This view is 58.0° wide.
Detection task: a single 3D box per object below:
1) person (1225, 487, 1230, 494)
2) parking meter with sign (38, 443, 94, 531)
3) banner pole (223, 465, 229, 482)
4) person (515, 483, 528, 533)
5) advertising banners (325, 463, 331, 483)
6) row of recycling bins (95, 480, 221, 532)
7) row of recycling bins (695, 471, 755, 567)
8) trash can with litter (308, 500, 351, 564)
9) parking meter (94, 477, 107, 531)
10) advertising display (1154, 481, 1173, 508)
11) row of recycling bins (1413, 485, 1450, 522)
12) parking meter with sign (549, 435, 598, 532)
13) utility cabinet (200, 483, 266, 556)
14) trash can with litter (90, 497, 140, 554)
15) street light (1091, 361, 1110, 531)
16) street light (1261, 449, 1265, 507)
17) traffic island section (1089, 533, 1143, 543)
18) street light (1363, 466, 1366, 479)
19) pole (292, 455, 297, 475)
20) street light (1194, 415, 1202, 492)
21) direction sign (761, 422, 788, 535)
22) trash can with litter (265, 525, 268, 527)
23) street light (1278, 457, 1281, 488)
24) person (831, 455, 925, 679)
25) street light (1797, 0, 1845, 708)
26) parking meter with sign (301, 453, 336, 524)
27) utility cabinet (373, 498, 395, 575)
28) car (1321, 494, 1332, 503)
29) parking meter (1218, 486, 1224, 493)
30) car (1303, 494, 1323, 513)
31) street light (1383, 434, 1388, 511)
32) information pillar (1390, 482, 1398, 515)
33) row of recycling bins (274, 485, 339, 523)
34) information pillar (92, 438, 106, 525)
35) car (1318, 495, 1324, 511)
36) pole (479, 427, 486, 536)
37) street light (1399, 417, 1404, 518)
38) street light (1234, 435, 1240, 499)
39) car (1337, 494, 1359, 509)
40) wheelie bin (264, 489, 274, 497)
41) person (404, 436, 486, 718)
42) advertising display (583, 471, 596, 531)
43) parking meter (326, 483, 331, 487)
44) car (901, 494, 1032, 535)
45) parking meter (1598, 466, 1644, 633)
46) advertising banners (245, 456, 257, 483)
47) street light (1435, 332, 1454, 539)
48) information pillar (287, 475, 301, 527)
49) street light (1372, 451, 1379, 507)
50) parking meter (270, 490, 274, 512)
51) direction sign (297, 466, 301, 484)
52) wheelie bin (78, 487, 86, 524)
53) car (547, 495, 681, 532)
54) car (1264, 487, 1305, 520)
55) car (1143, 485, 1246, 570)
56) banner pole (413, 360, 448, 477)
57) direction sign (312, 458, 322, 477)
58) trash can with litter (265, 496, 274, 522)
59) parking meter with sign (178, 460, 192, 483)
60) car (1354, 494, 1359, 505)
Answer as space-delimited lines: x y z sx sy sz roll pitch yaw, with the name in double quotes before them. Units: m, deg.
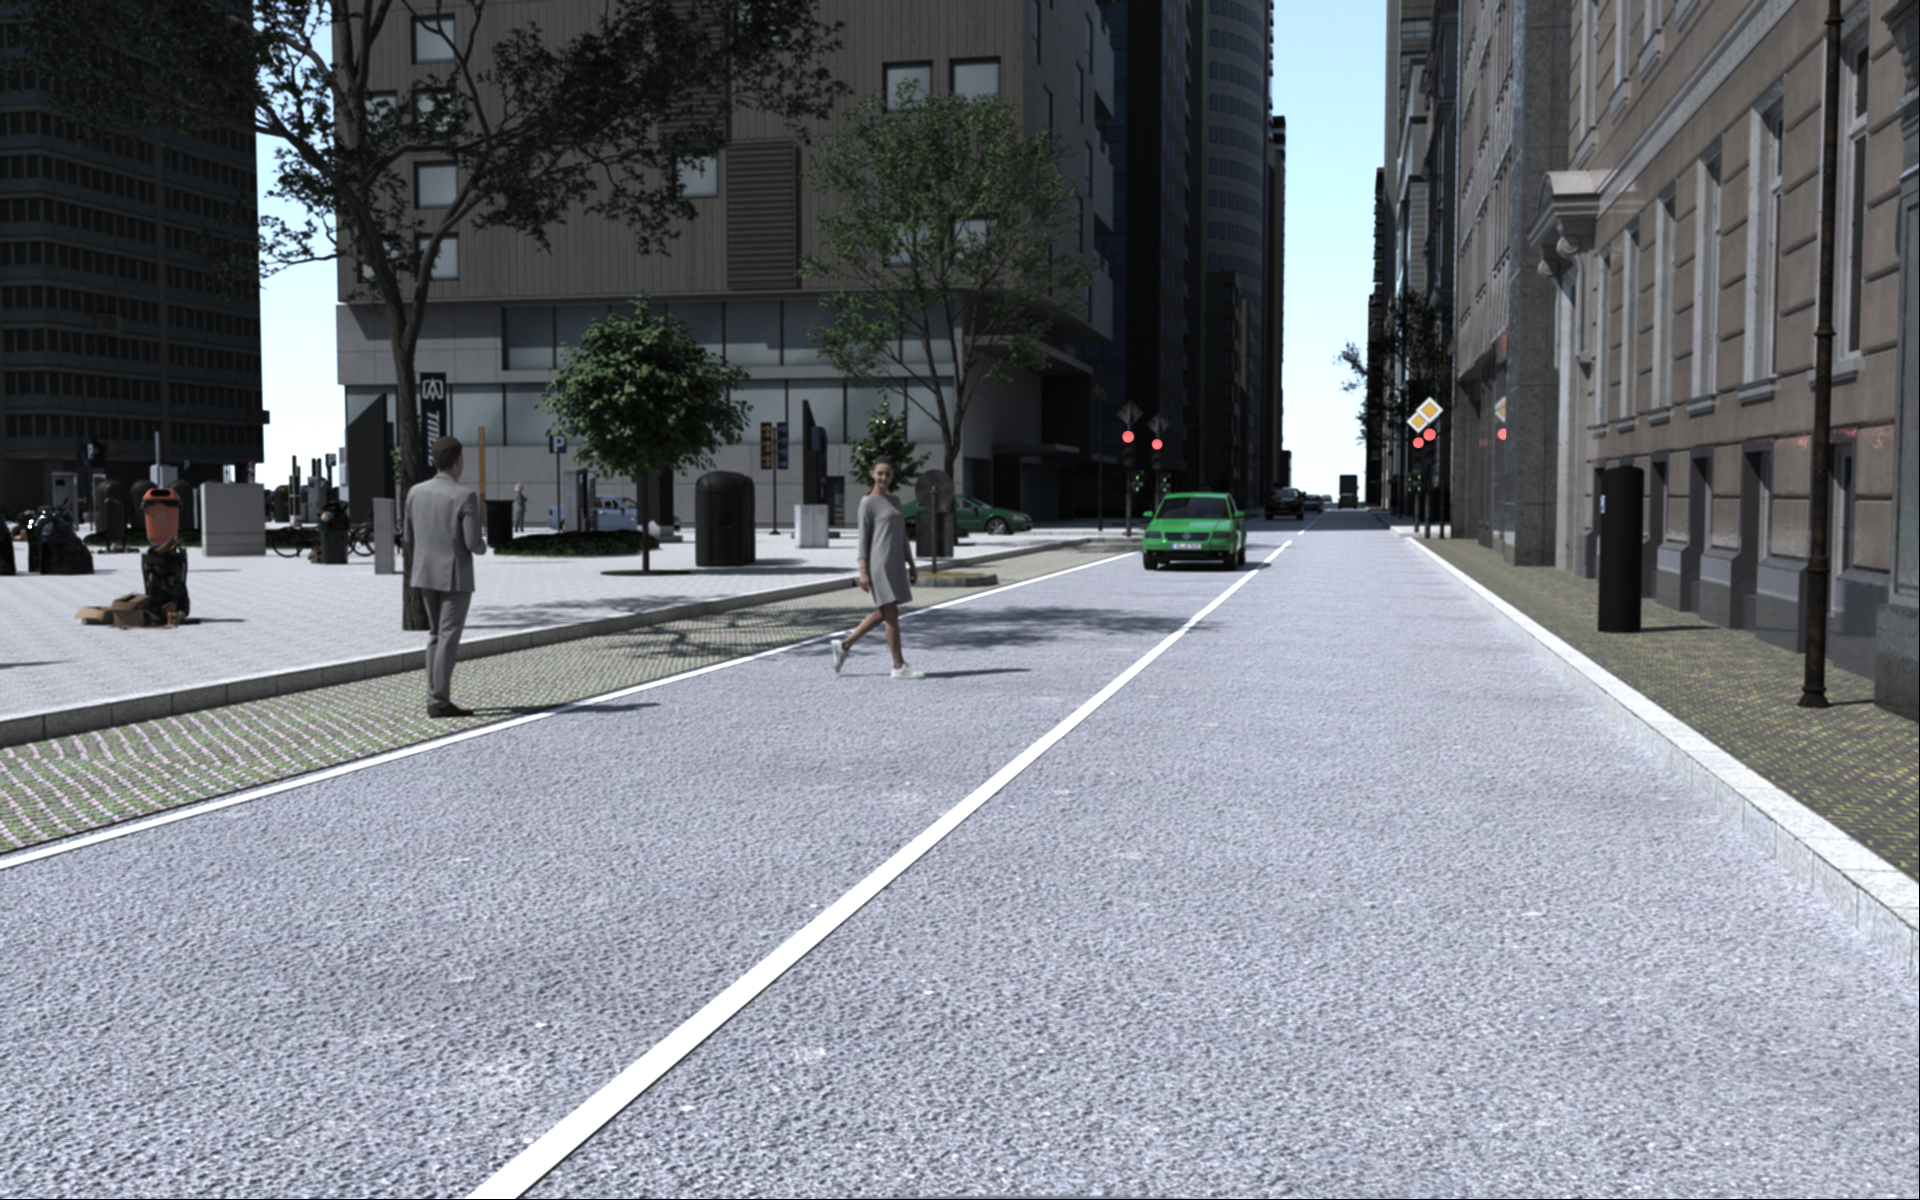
"person" 15.193 -5.558 99.214 0.795 1.843 0.661 1 4 16
"parking meter with sign" -30.839 -3.879 59.690 1.738 3.016 0.543 0 4 -6
"banner pole" -53.323 -8.305 125.800 0.863 3.779 0.401 3 4 37
"person" -14.709 -3.025 58.149 0.526 1.800 0.537 0 4 -4
"advertising banners" -35.059 -6.199 97.549 0.090 3.025 2.074 1 4 17
"row of recycling bins" -23.076 -2.633 50.170 3.534 1.692 1.069 -2 4 -31
"row of recycling bins" -4.313 -1.527 32.083 1.069 1.692 3.534 0 4 -4
"trash can with litter" -11.666 -1.251 31.838 1.055 1.170 0.624 3 5 41
"parking meter" -28.749 -3.197 57.980 0.399 1.863 0.255 2 4 30
"advertising display" 10.213 -5.004 87.034 0.974 1.923 0.123 2 4 28
"row of recycling bins" 22.755 -4.465 80.112 3.534 1.692 1.069 2 4 25
"parking meter with sign" -11.182 -3.308 50.353 1.738 3.016 0.543 3 5 42
"utility cabinet" -14.914 -1.643 35.541 1.173 1.500 0.318 -3 5 -39
"trash can with litter" -18.615 -1.613 37.433 1.678 1.210 2.233 1 4 12
"street light" 4.916 -5.362 60.453 0.468 5.910 1.993 1 4 13
"street light" 30.429 -12.311 174.071 0.468 5.910 1.993 1 4 13
"traffic island section" 5.035 -1.811 51.899 2.009 0.180 2.903 1 4 13
"street light" 58.240 -16.789 247.283 0.468 5.910 1.993 1 4 13
"pole" -34.910 -5.936 90.902 0.158 3.312 0.155 0 3 0
"street light" 13.659 -7.756 99.595 0.468 5.910 1.993 1 4 13
"direction sign" -5.859 -3.838 54.745 0.876 3.537 0.379 1 4 10
"trash can with litter" -30.624 -3.811 73.369 2.233 1.210 1.678 2 4 27
"street light" 39.842 -14.880 216.074 0.468 5.910 1.993 1 4 13
"person" -0.644 -0.257 13.455 0.760 1.731 0.466 0 4 6
"street light" 5.159 -2.294 10.287 0.468 5.910 1.993 1 4 13
"parking meter with sign" -27.762 -4.802 74.768 1.738 3.016 0.543 2 4 24
"utility cabinet" -9.315 -1.034 28.061 0.306 1.237 1.020 -1 4 -16
"car" 60.102 -16.619 284.079 2.083 1.381 4.827 1 4 12
"parking meter" 18.179 -7.024 120.550 0.255 1.863 0.399 -2 4 -23
"car" 26.360 -7.255 130.629 2.014 1.417 4.499 1 4 13
"street light" 31.972 -9.641 130.411 0.468 5.910 1.993 1 4 13
"information pillar" 26.468 -6.186 105.631 0.304 2.012 0.304 -2 4 -34
"row of recycling bins" -29.189 -4.355 78.322 3.534 1.692 1.069 0 4 -5
"information pillar" -35.513 -4.898 71.439 0.504 3.616 0.183 -2 4 -26
"car" 29.757 -8.199 146.423 2.083 1.381 4.827 1 4 15
"pole" -14.543 -3.602 52.740 0.158 3.312 0.155 0 3 0
"street light" 23.260 -7.244 91.223 0.468 5.910 1.993 1 4 13
"street light" 21.604 -9.918 134.947 0.468 5.910 1.993 1 4 13
"car" 37.136 -9.518 165.842 2.015 1.641 3.980 1 4 14
"wheelie bin" -47.190 -6.720 117.786 0.980 1.594 0.693 -2 4 -27
"person" -3.256 -0.152 11.178 0.606 1.804 0.583 1 4 20
"advertising display" -10.420 -2.660 48.712 0.123 1.923 0.974 0 4 1
"parking meter" -32.811 -5.154 89.981 0.255 1.863 0.399 1 4 10
"car" -0.047 -2.784 57.314 4.920 1.459 2.131 1 4 11
"parking meter" 6.153 -0.472 16.121 0.372 1.533 0.369 0 3 0
"advertising banners" -33.600 -5.141 80.247 2.074 3.025 0.090 -3 4 -38
"street light" 13.809 -4.689 49.450 0.468 5.910 1.993 1 4 13
"information pillar" -25.681 -3.816 66.883 0.304 2.012 0.304 2 4 35
"street light" 40.051 -11.826 166.145 0.468 5.910 1.993 1 4 13
"parking meter" -48.720 -6.989 122.685 0.372 1.533 0.369 0 3 0
"direction sign" -52.764 -8.947 138.279 0.379 3.537 0.876 0 4 -6
"wheelie bin" -37.791 -4.028 73.770 0.693 1.594 0.980 3 5 41
"car" -11.693 -2.856 58.695 4.499 1.417 2.014 1 4 11
"car" 18.412 -5.474 98.172 2.281 1.827 5.304 1 4 13
"car" 4.644 -1.542 34.011 1.959 1.807 4.718 1 4 12
"banner pole" -9.688 -2.531 31.394 0.863 3.779 0.401 0 4 -1
"direction sign" -40.585 -7.177 109.337 0.876 3.537 0.379 2 4 30
"trash can with litter" -31.989 -4.194 79.966 0.624 1.170 1.055 -1 4 -19
"parking meter with sign" -39.707 -5.583 87.544 0.543 3.016 1.738 2 4 27
"car" 51.862 -13.331 229.763 2.131 1.459 4.920 1 4 14
